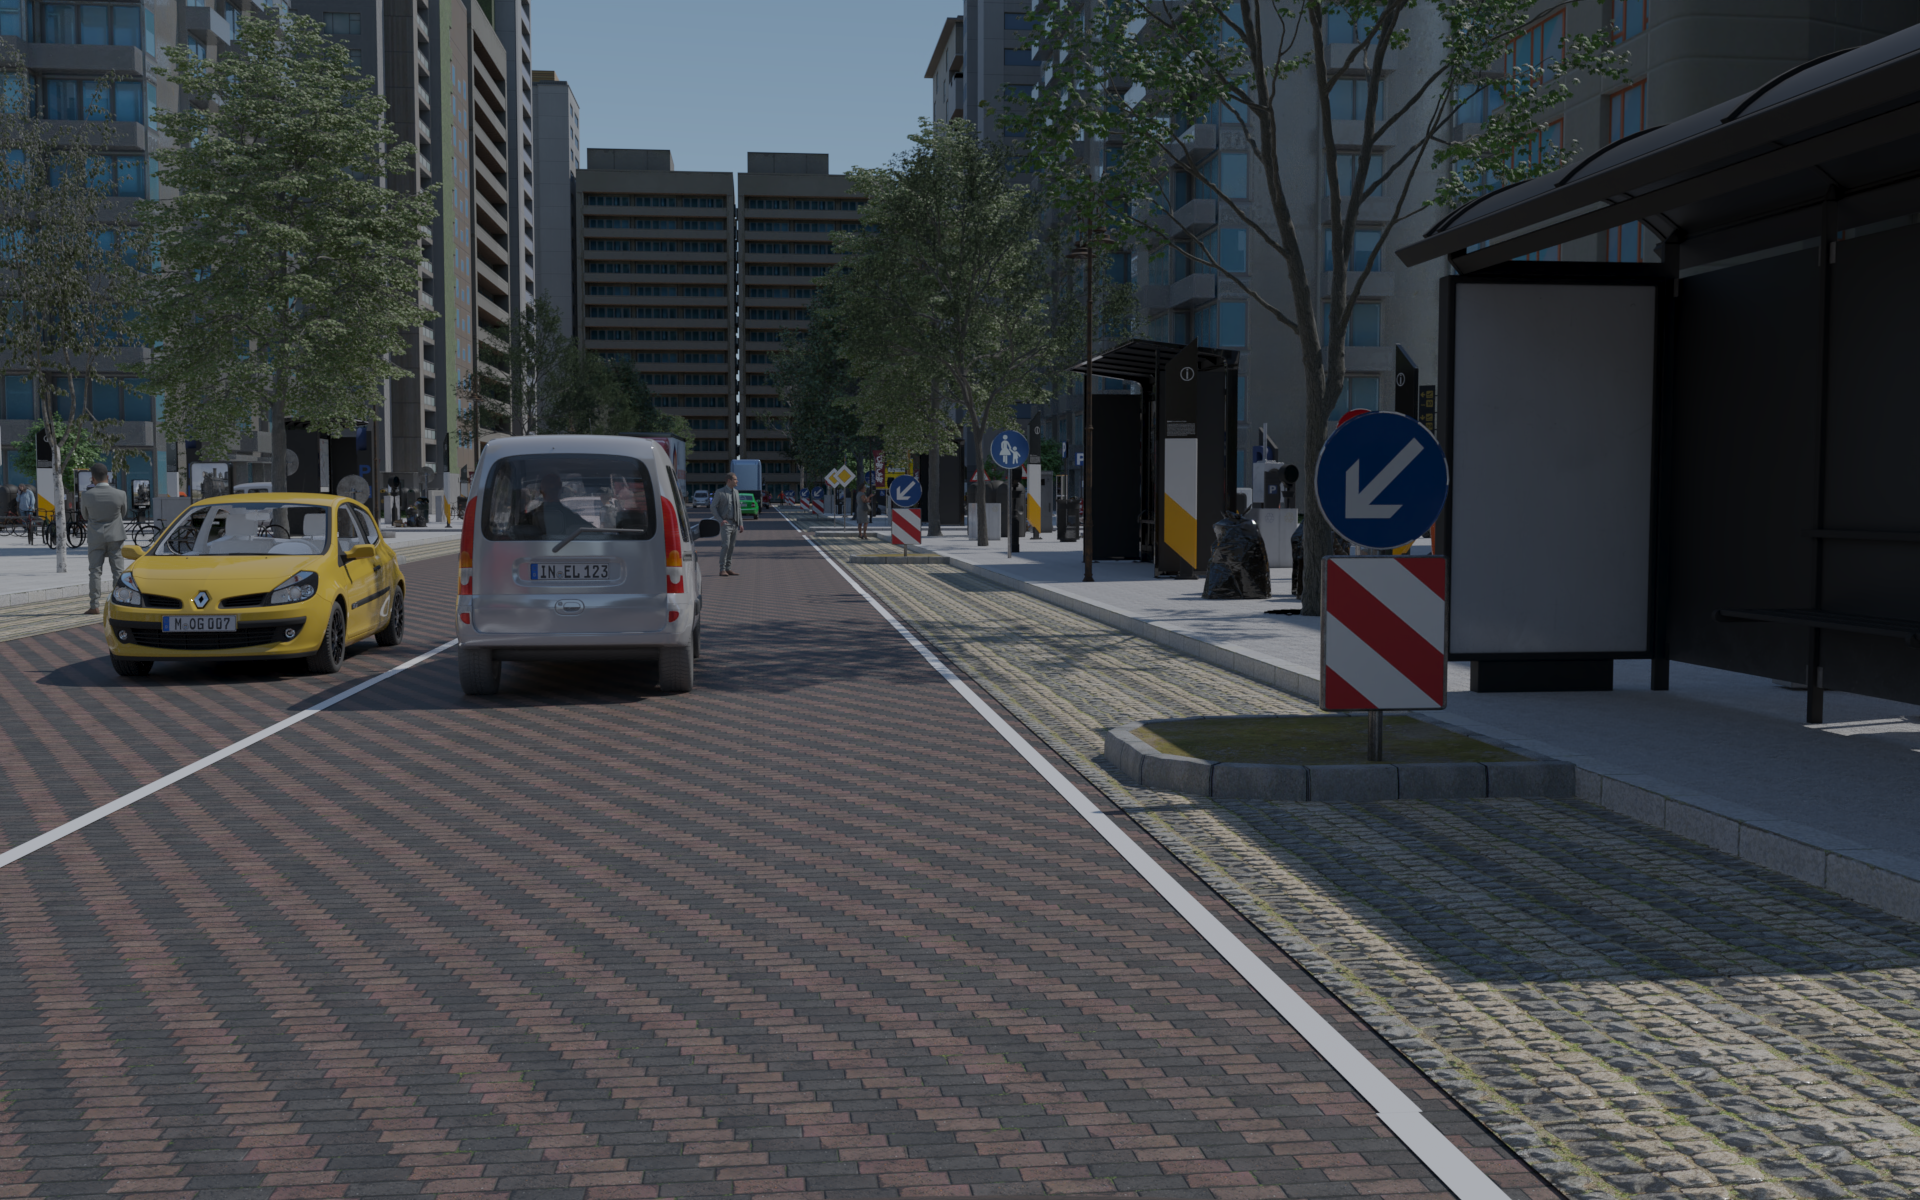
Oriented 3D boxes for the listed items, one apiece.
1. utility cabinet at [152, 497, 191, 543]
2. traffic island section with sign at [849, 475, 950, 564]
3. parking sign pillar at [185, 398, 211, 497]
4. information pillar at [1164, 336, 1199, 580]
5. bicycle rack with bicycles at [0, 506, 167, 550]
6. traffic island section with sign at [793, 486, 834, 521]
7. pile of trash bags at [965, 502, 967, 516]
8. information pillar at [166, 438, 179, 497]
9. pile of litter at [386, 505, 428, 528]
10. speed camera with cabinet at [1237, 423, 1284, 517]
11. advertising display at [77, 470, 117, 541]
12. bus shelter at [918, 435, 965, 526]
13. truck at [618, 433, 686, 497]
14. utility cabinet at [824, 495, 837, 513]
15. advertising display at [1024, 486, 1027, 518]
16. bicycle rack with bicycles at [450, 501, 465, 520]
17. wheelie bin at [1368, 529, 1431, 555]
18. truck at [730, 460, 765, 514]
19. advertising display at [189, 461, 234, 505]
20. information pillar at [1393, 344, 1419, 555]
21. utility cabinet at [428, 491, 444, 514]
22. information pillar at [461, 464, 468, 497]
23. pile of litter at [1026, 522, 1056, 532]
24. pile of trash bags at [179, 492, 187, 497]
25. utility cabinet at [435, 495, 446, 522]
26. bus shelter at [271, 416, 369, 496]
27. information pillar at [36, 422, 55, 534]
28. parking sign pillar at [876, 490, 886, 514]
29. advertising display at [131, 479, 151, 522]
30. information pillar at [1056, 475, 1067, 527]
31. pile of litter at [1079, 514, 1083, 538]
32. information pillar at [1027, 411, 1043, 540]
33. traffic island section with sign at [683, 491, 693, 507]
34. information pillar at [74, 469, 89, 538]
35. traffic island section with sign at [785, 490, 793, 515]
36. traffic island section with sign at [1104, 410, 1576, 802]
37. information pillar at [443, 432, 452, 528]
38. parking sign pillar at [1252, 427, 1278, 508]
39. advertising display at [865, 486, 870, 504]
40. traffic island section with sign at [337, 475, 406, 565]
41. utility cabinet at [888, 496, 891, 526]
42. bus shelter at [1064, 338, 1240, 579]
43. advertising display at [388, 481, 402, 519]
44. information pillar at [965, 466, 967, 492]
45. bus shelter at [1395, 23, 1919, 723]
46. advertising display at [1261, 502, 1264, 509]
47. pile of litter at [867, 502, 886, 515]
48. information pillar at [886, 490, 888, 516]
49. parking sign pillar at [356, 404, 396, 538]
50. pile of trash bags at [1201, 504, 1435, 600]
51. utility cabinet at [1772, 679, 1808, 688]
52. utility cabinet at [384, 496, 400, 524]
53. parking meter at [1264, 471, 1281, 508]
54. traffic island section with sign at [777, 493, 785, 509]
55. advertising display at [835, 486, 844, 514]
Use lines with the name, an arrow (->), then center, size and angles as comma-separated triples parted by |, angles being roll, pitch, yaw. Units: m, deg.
utility cabinet -> -17.568, -1.693, 38.849 | 0.306, 1.237, 1.020 | 2, 4, 26
traffic island section with sign -> -1.298, -1.680, 36.096 | 1.989, 1.847, 2.006 | 0, 4, -7
parking sign pillar -> -21.168, -3.651, 48.170 | 1.447, 3.967, 1.447 | -1, 4, -13
information pillar -> 3.319, -2.112, 25.889 | 0.504, 3.616, 0.183 | 1, 4, 15
bicycle rack with bicycles -> -20.374, -1.691, 41.025 | 2.852, 0.926, 2.925 | 1, 4, 21
traffic island section with sign -> -7.601, -5.038, 90.999 | 1.989, 1.847, 2.006 | 0, 4, -7
pile of trash bags -> -0.597, -5.761, 103.948 | 1.912, 1.369, 3.447 | -1, 4, -8
information pillar -> -29.717, -4.530, 65.416 | 0.504, 3.616, 0.183 | 1, 4, 19
pile of litter -> -21.312, -3.228, 66.744 | 1.719, 0.858, 1.176 | -2, 4, -34
speed camera with cabinet -> 7.967, -3.274, 47.867 | 2.038, 3.252, 0.660 | -2, 4, -26
advertising display -> -23.588, -2.580, 47.392 | 0.974, 1.923, 0.123 | -2, 4, -25
bus shelter -> -0.916, -4.930, 71.893 | 1.731, 3.624, 6.357 | 0, 4, -6
truck -> -14.522, -5.648, 81.266 | 2.839, 4.237, 11.283 | 0, 4, -5
utility cabinet -> -8.636, -6.463, 116.838 | 1.020, 1.237, 0.306 | 0, 4, 8
advertising display -> 3.456, -5.322, 92.232 | 0.974, 1.923, 0.123 | 1, 4, 17
bicycle rack with bicycles -> -24.064, -4.391, 85.168 | 2.852, 0.926, 2.925 | 1, 4, 11
wheelie bin -> 7.079, -1.254, 28.418 | 0.980, 1.594, 0.693 | 0, 4, -5
truck -> -16.151, -8.557, 129.659 | 2.967, 4.110, 18.799 | 0, 4, -6
advertising display -> -14.812, -1.780, 34.315 | 0.974, 1.923, 0.123 | 1, 4, 19
information pillar -> 6.909, -2.173, 26.890 | 0.183, 3.616, 0.504 | -1, 4, -22
utility cabinet -> -32.511, -6.058, 107.719 | 0.318, 1.500, 1.173 | 2, 4, 28
information pillar -> -38.211, -8.696, 133.539 | 0.504, 3.616, 0.183 | -1, 4, -12
pile of litter -> 2.494, -2.771, 59.263 | 1.719, 0.858, 1.176 | 0, 4, -7
pile of trash bags -> -29.327, -3.556, 67.888 | 1.912, 1.369, 3.447 | 2, 4, 31
utility cabinet -> -23.896, -4.189, 79.658 | 0.306, 1.237, 1.020 | 0, 4, -6
bus shelter -> -19.489, -3.799, 53.399 | 1.731, 3.624, 6.357 | 0, 4, -7
information pillar -> -29.519, -3.949, 55.925 | 0.504, 3.616, 0.183 | -3, 4, -38
parking sign pillar -> -5.038, -7.674, 113.935 | 1.447, 3.967, 1.447 | 1, 4, 20
advertising display -> -36.247, -4.369, 76.650 | 0.123, 1.923, 0.974 | 1, 4, 19
information pillar -> 3.953, -3.843, 67.329 | 0.304, 2.012, 0.304 | -3, 5, -42
pile of litter -> 4.019, -2.237, 50.539 | 1.176, 0.858, 1.719 | -1, 4, -18
information pillar -> 2.088, -3.504, 48.642 | 0.504, 3.616, 0.183 | -3, 5, -45
traffic island section with sign -> -30.540, -11.287, 193.176 | 1.989, 1.847, 2.006 | 0, 4, -7
information pillar -> -25.626, -2.818, 50.560 | 0.304, 2.012, 0.304 | 3, 5, 40
traffic island section with sign -> -10.681, -6.676, 117.778 | 1.989, 1.847, 2.006 | 0, 4, -7
traffic island section with sign -> 1.814, -0.022, 8.990 | 1.989, 1.847, 2.006 | 0, 4, -7
information pillar -> -19.520, -4.559, 65.887 | 0.183, 3.616, 0.504 | -2, 4, -35
parking sign pillar -> 12.242, -4.955, 69.482 | 1.447, 3.967, 1.447 | -1, 4, -20
advertising display -> -5.679, -6.264, 107.628 | 0.974, 1.923, 0.123 | 0, 4, 3
traffic island section with sign -> -12.389, -1.625, 35.203 | 1.989, 1.847, 2.006 | 0, 4, -7
utility cabinet -> -2.691, -3.610, 70.187 | 0.306, 1.237, 1.020 | -1, 4, -13
bus shelter -> 3.128, -2.327, 29.327 | 1.731, 3.624, 6.357 | 0, 4, -6
advertising display -> -28.184, -4.963, 86.354 | 0.974, 1.923, 0.123 | 3, 4, 37
information pillar -> 0.255, -8.171, 124.953 | 0.504, 3.616, 0.183 | 0, 4, 6
bus shelter -> 4.152, -0.904, 8.709 | 2.014, 3.302, 5.546 | 0, 4, -7
advertising display -> 10.373, -3.243, 58.234 | 0.123, 1.923, 0.974 | 2, 4, 33
pile of litter -> -5.431, -5.604, 105.590 | 1.176, 0.858, 1.719 | 3, 4, 36
information pillar -> -4.055, -5.839, 99.960 | 0.304, 2.012, 0.304 | 2, 4, 33
parking sign pillar -> -17.211, -3.788, 50.403 | 1.447, 3.967, 1.447 | -1, 4, -10
pile of trash bags -> 4.615, -0.708, 21.328 | 3.447, 1.369, 1.912 | 2, 4, 25
utility cabinet -> 6.005, -0.165, 11.370 | 1.173, 1.500, 0.318 | 0, 4, 2
utility cabinet -> -24.216, -3.832, 73.817 | 0.306, 1.237, 1.020 | 0, 4, 4
parking meter -> 7.947, -2.348, 44.106 | 0.399, 1.863, 0.255 | 0, 3, 0
traffic island section with sign -> -16.409, -9.726, 167.652 | 1.989, 1.847, 2.006 | 0, 4, -7
advertising display -> -7.621, -6.404, 109.913 | 0.123, 1.923, 0.974 | 2, 4, 27
